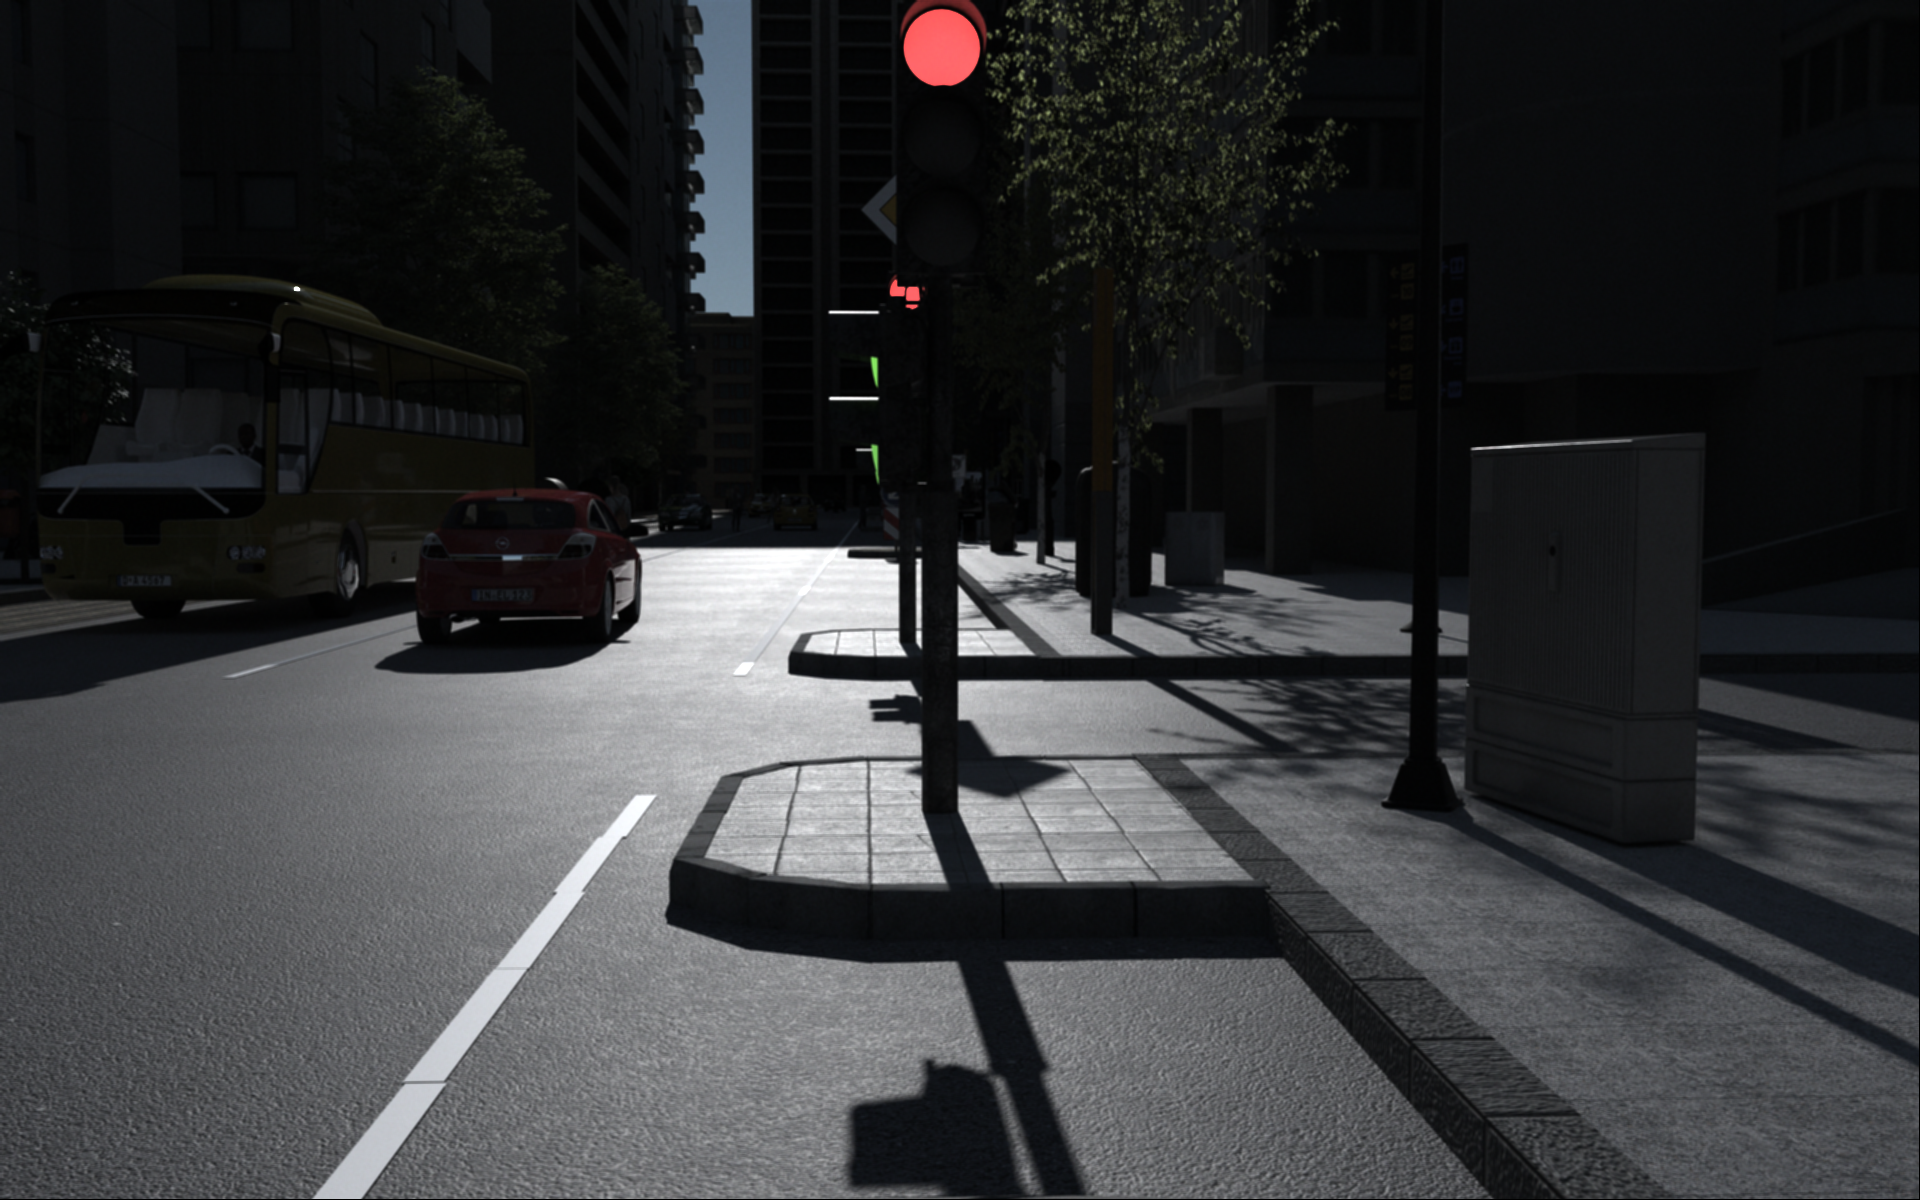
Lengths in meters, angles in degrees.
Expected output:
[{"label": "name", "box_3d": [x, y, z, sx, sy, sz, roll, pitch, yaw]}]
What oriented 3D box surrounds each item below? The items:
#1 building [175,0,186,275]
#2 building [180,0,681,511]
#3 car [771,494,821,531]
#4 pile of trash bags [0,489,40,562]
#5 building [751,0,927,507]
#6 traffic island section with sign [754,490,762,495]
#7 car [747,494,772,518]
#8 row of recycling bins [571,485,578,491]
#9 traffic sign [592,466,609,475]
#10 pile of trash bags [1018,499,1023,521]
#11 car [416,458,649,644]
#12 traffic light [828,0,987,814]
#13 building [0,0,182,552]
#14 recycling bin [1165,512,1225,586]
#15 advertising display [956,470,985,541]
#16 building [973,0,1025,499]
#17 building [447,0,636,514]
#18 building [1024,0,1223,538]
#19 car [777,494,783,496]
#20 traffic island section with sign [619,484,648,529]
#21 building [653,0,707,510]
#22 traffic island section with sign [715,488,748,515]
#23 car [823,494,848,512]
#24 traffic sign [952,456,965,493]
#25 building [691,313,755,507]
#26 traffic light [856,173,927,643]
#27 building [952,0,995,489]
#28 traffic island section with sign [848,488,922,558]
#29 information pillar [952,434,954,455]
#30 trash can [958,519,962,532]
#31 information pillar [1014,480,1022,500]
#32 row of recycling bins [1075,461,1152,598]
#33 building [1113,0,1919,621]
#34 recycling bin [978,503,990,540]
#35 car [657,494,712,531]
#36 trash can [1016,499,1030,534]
[{"label": "building", "box_3d": [-33.486, -29.066, 64.465, 28.713, 52.752, 27.495, 0, 4, -3]}, {"label": "building", "box_3d": [-35.061, -32.665, 123.306, 28.713, 52.752, 27.495, 0, 4, -3]}, {"label": "car", "box_3d": [-6.583, -3.625, 69.488, 2.015, 1.641, 3.980, 0, 4, -4]}, {"label": "pile of trash bags", "box_3d": [-17.952, -1.491, 34.135, 1.912, 1.369, 3.447, 0, 4, 1]}, {"label": "building", "box_3d": [-11.226, -45.674, 185.018, 20.611, 71.187, 20.563, 0, 4, -3]}, {"label": "traffic island section with sign", "box_3d": [-16.620, -8.225, 143.100, 1.989, 1.847, 2.006, 0, 4, -3]}, {"label": "car", "box_3d": [-12.106, -5.916, 106.948, 2.015, 1.641, 3.980, 0, 4, -2]}, {"label": "row of recycling bins", "box_3d": [-17.358, -4.514, 80.918, 3.534, 1.692, 1.069, -1, 4, -23]}, {"label": "traffic sign", "box_3d": [-16.209, -4.766, 78.022, 0.768, 2.556, 0.104, 0, 4, 7]}, {"label": "pile of trash bags", "box_3d": [3.228, -4.469, 82.826, 1.912, 1.369, 3.447, -2, 4, -28]}, {"label": "car", "box_3d": [-4.384, -0.552, 18.067, 2.155, 1.783, 4.494, 0, 4, -5]}, {"label": "traffic light", "box_3d": [-0.100, -1.100, 6.901, 0.839, 4.253, 0.868, 0, 4, -3]}, {"label": "building", "box_3d": [-29.782, -29.764, 28.636, 21.231, 58.520, 28.212, 0, 4, -3]}, {"label": "recycling bin", "box_3d": [3.323, -0.731, 24.504, 0.722, 1.027, 0.722, 1, 4, 19]}, {"label": "advertising display", "box_3d": [0.258, -2.573, 47.285, 0.974, 1.923, 0.123, 2, 4, 34]}, {"label": "building", "box_3d": [12.140, -27.541, 104.917, 22.147, 44.769, 28.867, 0, 4, -3]}, {"label": "building", "box_3d": [-31.034, -29.076, 99.094, 21.300, 48.544, 21.600, 0, 4, -3]}, {"label": "building", "box_3d": [12.900, -31.899, 63.544, 21.231, 58.520, 28.212, 0, 4, -3]}, {"label": "car", "box_3d": [-12.424, -6.659, 119.105, 2.015, 1.641, 3.980, 0, 4, -3]}, {"label": "traffic island section with sign", "box_3d": [-13.059, -3.542, 66.540, 1.989, 1.847, 2.006, 0, 4, -3]}, {"label": "building", "box_3d": [-37.717, -32.363, 148.741, 30.456, 49.044, 23.786, 0, 4, -3]}, {"label": "traffic island section with sign", "box_3d": [-15.373, -6.578, 116.174, 1.989, 1.847, 2.006, 0, 4, -3]}, {"label": "car", "box_3d": [-10.262, -8.119, 142.524, 2.009, 1.686, 4.222, 0, 4, -2]}, {"label": "traffic sign", "box_3d": [-0.144, -2.634, 45.202, 0.606, 2.300, 0.079, 0, 4, 3]}, {"label": "building", "box_3d": [-36.122, -21.037, 188.995, 28.899, 21.520, 27.650, 0, 4, -3]}, {"label": "traffic light", "box_3d": [-0.472, -1.588, 14.878, 0.839, 4.253, 0.868, 0, 4, -3]}, {"label": "building", "box_3d": [8.941, -32.332, 152.337, 21.300, 48.544, 21.600, 0, 4, -3]}, {"label": "traffic island section with sign", "box_3d": [-1.566, -1.892, 39.566, 1.989, 1.847, 2.006, 0, 4, -3]}, {"label": "information pillar", "box_3d": [-0.258, -4.615, 66.812, 0.183, 3.616, 0.504, 1, 4, 8]}, {"label": "trash can", "box_3d": [-0.255, -2.719, 56.115, 0.748, 1.137, 0.748, 0, 3, 0]}, {"label": "information pillar", "box_3d": [2.957, -5.149, 88.678, 0.304, 2.012, 0.304, -3, 5, -41]}, {"label": "row of recycling bins", "box_3d": [2.062, -0.980, 23.130, 1.069, 1.692, 3.534, 0, 4, 7]}, {"label": "building", "box_3d": [15.890, -20.833, 32.505, 23.993, 40.220, 32.217, 0, 4, -3]}, {"label": "recycling bin", "box_3d": [0.994, -2.233, 49.070, 0.722, 1.027, 0.722, -3, 4, -37]}, {"label": "car", "box_3d": [-10.902, -3.494, 68.922, 2.131, 1.459, 4.920, 0, 4, -3]}, {"label": "trash can", "box_3d": [1.904, -2.671, 55.332, 0.748, 1.137, 0.748, 0, 3, 0]}]
